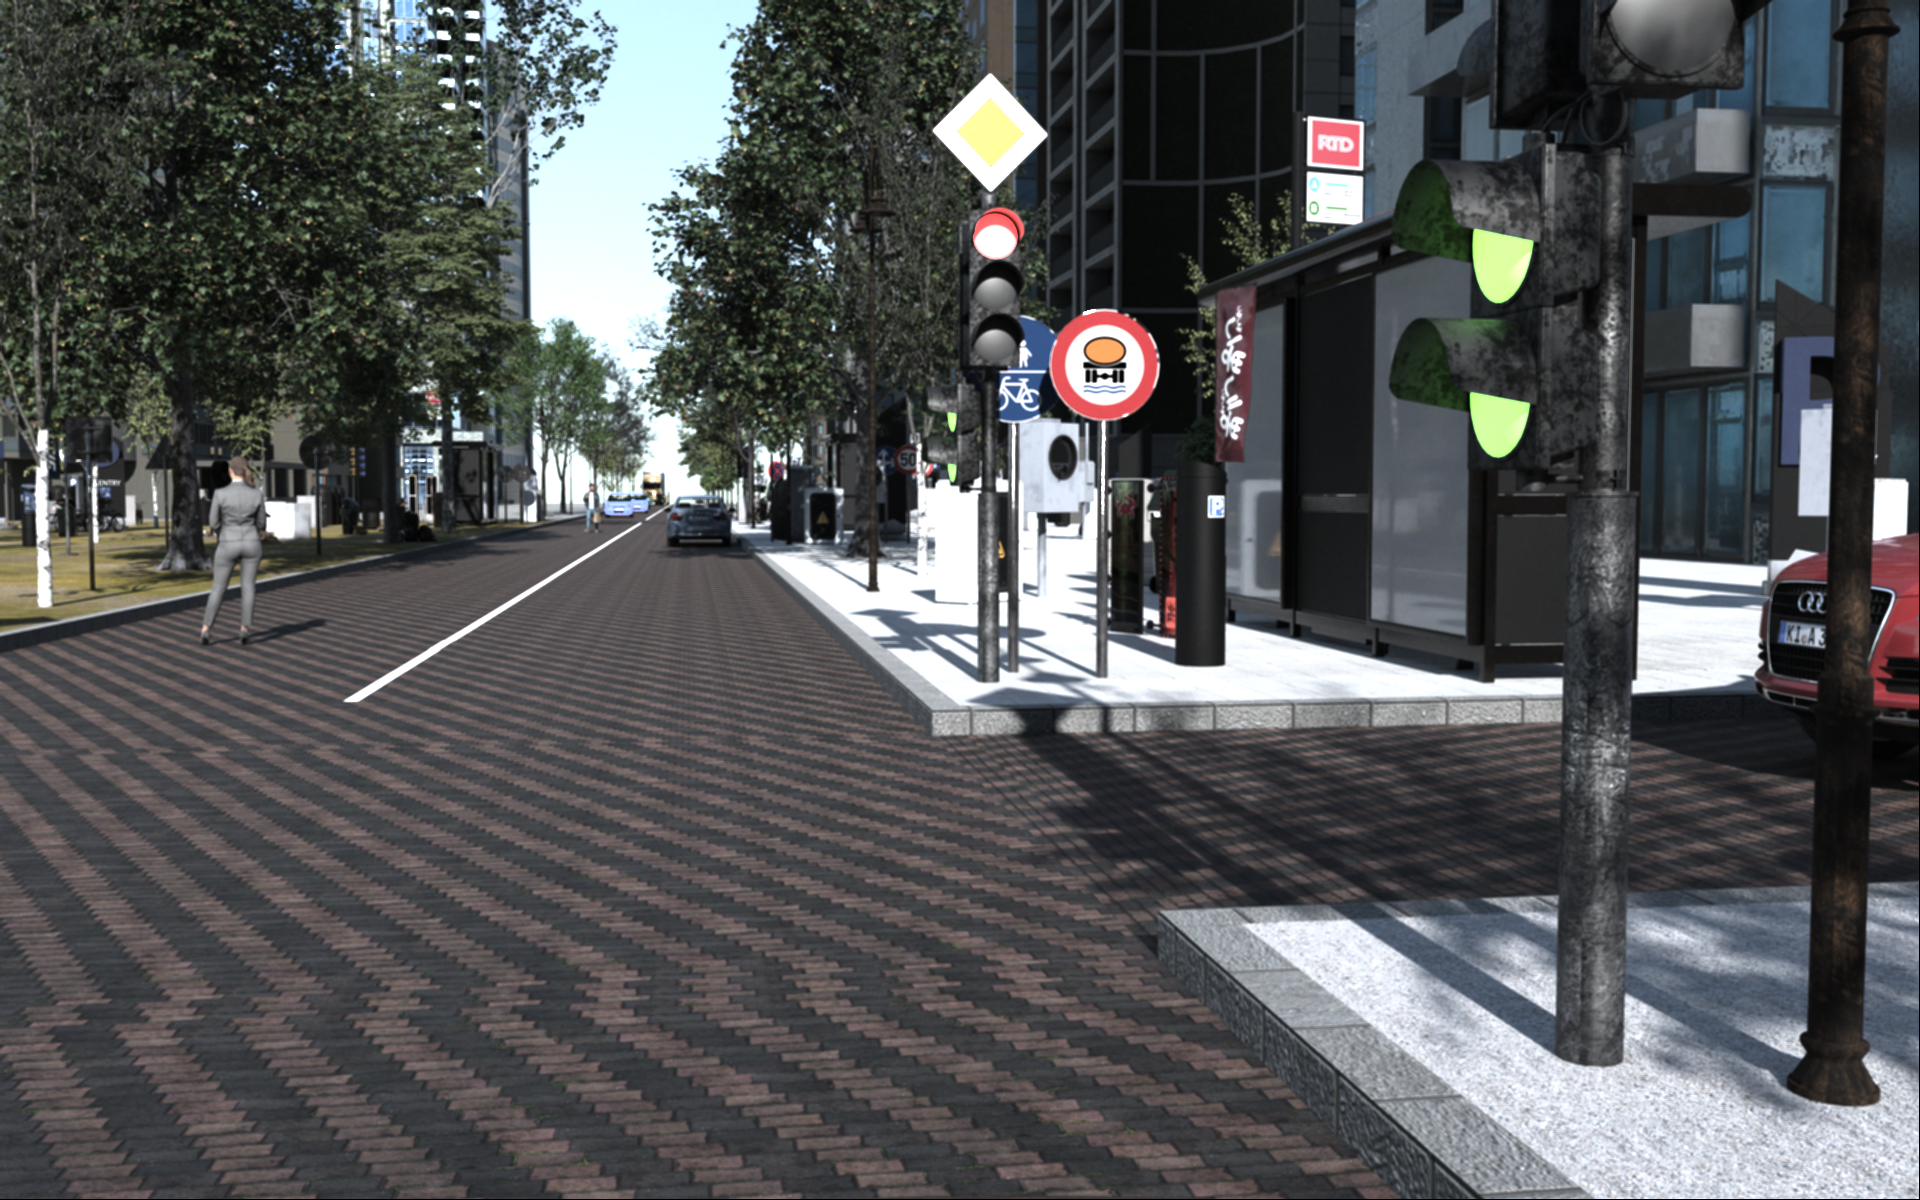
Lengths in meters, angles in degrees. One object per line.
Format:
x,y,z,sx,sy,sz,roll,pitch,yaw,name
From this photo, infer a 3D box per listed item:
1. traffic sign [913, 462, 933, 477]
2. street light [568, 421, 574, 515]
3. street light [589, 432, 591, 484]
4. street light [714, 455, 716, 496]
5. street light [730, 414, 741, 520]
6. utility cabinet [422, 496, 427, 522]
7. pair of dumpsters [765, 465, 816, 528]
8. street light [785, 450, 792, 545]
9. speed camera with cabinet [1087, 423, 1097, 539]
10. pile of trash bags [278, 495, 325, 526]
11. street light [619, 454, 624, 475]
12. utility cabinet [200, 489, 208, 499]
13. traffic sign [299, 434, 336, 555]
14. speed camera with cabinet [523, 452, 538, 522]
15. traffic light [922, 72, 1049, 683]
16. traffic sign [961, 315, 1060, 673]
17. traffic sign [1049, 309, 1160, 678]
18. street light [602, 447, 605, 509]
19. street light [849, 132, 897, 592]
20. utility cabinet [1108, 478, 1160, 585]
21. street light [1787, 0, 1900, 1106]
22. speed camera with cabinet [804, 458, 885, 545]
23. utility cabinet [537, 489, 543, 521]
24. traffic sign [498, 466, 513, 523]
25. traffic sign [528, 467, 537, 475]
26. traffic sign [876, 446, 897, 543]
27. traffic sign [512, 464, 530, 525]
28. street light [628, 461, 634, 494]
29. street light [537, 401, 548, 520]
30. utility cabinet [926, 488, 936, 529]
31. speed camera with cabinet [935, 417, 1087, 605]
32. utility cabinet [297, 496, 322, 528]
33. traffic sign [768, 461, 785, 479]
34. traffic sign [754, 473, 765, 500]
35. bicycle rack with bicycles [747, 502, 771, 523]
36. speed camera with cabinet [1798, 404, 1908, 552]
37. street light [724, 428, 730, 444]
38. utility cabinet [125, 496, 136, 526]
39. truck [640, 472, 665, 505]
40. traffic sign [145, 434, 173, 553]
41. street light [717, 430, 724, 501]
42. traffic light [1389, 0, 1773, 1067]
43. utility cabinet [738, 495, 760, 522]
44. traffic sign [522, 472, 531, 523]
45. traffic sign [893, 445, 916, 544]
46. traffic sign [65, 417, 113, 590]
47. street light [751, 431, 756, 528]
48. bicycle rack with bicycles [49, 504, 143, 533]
-1.216,-3.294,53.970,0.768,2.556,0.104,0,4,-3,traffic sign
-24.151,-8.236,107.445,0.468,5.910,1.993,-1,4,-9,street light
-27.491,-9.533,128.658,0.468,5.910,1.993,-1,4,-9,street light
-19.511,-10.223,139.936,0.468,5.910,1.993,-1,4,-9,street light
-10.995,-6.905,85.683,0.468,5.910,1.993,-1,4,-9,street light
-24.681,-4.250,80.657,0.306,1.237,1.020,0,4,8,utility cabinet
-5.960,-3.576,60.957,1.574,2.255,4.437,-1,4,-9,pair of dumpsters
-4.336,-4.339,43.726,0.468,5.910,1.993,-1,4,-9,street light
3.715,-3.330,48.775,0.660,3.252,2.038,2,4,31,speed camera with cabinet
-26.971,-3.603,68.660,3.447,1.369,1.912,-1,4,-13,pile of trash bags
-36.946,-13.239,189.243,0.468,5.910,1.993,-1,4,-9,street light
-33.353,-4.084,75.459,1.173,1.500,0.318,1,4,12,utility cabinet
-13.519,-2.223,36.454,0.768,2.556,0.104,0,4,0,traffic sign
-19.811,-5.234,79.907,0.660,3.252,2.038,-1,4,-12,speed camera with cabinet
0.176,-1.395,11.721,0.839,4.253,0.868,-1,4,-9,traffic light
0.384,-0.752,12.402,0.768,2.556,0.104,0,4,-3,traffic sign
0.993,-0.730,12.037,0.768,2.556,0.104,0,4,-5,traffic sign
-30.783,-10.814,149.590,0.468,5.910,1.993,-1,4,-9,street light
-1.144,-3.049,22.645,0.468,5.910,1.993,-1,4,-9,street light
2.618,-0.954,24.279,1.173,1.500,0.318,2,4,28,utility cabinet
1.873,-1.881,3.537,0.468,5.910,1.993,-1,4,-9,street light
-2.941,-3.045,44.116,2.038,3.252,0.660,0,4,-6,speed camera with cabinet
-20.398,-4.553,83.127,0.318,1.500,1.173,-3,4,-36,utility cabinet
-20.360,-4.740,77.604,0.768,2.556,0.104,0,4,-1,traffic sign
-20.497,-5.031,82.355,0.768,2.556,0.104,0,4,-8,traffic sign
-1.947,-2.777,45.513,0.768,2.556,0.104,-1,4,-9,traffic sign
-18.450,-4.444,72.770,0.768,2.556,0.104,0,4,1,traffic sign
-40.342,-14.575,211.090,0.468,5.910,1.993,-1,4,-9,street light
-20.764,-6.935,86.168,0.468,5.910,1.993,-1,4,-9,street light
-0.785,-3.329,63.104,1.173,1.500,0.318,-1,4,-15,utility cabinet
0.591,-1.614,20.722,0.660,3.252,2.038,3,5,42,speed camera with cabinet
-24.851,-3.364,66.157,1.020,1.237,0.306,2,4,29,utility cabinet
-7.010,-4.072,66.683,0.768,2.556,0.104,0,4,-6,traffic sign
-9.730,-5.016,84.145,0.606,2.300,0.079,0,4,1,traffic sign
-8.357,-3.892,77.012,2.852,0.926,2.925,3,5,39,bicycle rack with bicycles
9.500,-1.471,18.388,0.660,3.252,2.038,3,5,42,speed camera with cabinet
-12.868,-7.628,97.500,0.468,5.910,1.993,-1,4,-9,street light
-33.975,-3.609,70.167,0.306,1.237,1.020,3,5,44,utility cabinet
-39.196,-14.220,221.411,2.839,4.237,11.283,0,4,-8,truck
-17.141,-2.287,37.391,0.884,2.594,0.081,0,4,0,traffic sign
-16.289,-8.942,118.992,0.468,5.910,1.993,-1,4,-9,street light
1.415,-0.912,3.833,0.839,4.253,0.868,-1,4,-9,traffic light
-9.718,-4.194,79.736,1.020,1.237,0.306,2,4,29,utility cabinet
-19.443,-4.697,76.909,0.768,2.556,0.104,0,4,0,traffic sign
-1.334,-2.734,44.799,0.768,2.556,0.104,0,4,-2,traffic sign
-11.537,-1.275,22.975,0.606,2.300,0.079,0,4,-1,traffic sign
-7.741,-5.624,64.745,0.468,5.910,1.993,-1,4,-9,street light
-29.036,-2.681,57.223,2.852,0.926,2.925,2,4,35,bicycle rack with bicycles
